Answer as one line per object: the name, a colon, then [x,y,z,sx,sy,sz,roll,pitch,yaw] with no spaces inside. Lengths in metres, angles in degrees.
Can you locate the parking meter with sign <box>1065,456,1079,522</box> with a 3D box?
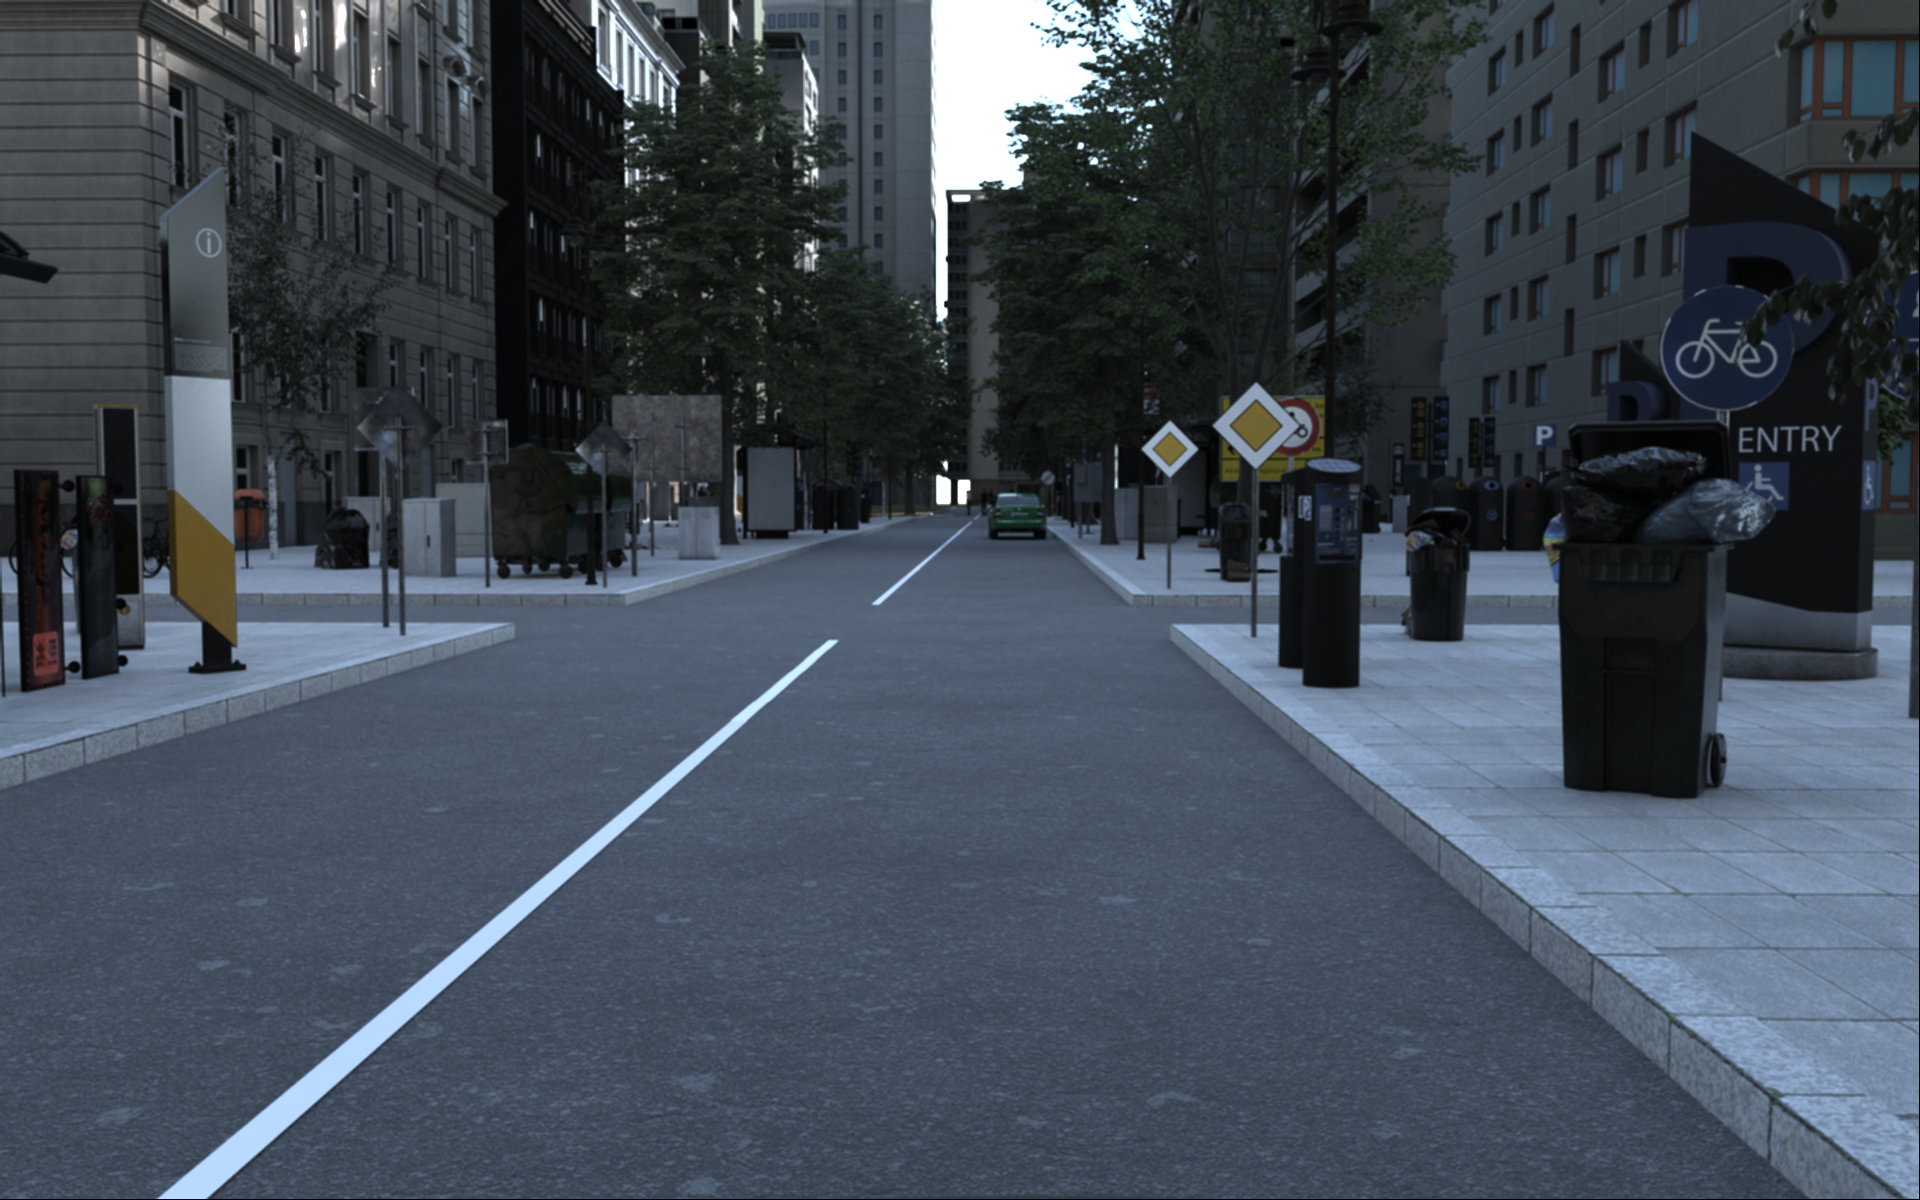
parking meter with sign: [5.277,-5.118,79.943,0.543,3.016,1.738,1,4,15]

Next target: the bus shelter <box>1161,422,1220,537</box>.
bus shelter: [6.961,-3.513,51.353,2.014,3.302,5.546,0,4,1]

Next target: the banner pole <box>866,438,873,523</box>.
banner pole: [-4.039,-5.349,77.467,0.401,3.779,0.863,1,4,20]

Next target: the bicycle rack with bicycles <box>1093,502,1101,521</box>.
bicycle rack with bicycles: [6.838,-4.230,82.544,2.852,0.926,2.925,0,4,-5]

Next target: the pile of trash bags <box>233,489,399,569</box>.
pile of trash bags: [-10.936,-1.255,30.268,3.447,1.369,1.912,-1,4,-11]

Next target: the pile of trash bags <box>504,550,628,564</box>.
pile of trash bags: [-7.222,-1.425,33.044,1.912,1.369,3.447,1,4,11]

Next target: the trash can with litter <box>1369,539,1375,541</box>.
trash can with litter: [10.225,-2.226,47.452,2.233,1.210,1.678,2,4,35]

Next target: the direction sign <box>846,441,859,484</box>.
direction sign: [-4.602,-5.040,74.406,0.379,3.537,0.876,2,4,32]

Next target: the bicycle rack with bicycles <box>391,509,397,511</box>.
bicycle rack with bicycles: [-13.181,-1.718,41.469,2.852,0.926,2.925,1,4,18]

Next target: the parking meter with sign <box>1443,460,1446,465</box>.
parking meter with sign: [20.631,-4.558,70.791,0.543,3.016,1.738,-3,5,-40]

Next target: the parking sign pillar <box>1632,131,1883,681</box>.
parking sign pillar: [5.865,-1.469,12.486,1.447,3.967,1.447,3,5,41]

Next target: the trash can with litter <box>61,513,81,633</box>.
trash can with litter: [-8.074,-0.290,16.130,0.624,1.170,1.055,-2,4,-33]

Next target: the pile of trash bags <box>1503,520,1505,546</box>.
pile of trash bags: [12.645,-2.025,42.856,1.912,1.369,3.447,2,4,30]

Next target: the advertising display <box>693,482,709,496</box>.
advertising display: [-13.908,-5.375,93.090,0.123,1.923,0.974,3,5,43]

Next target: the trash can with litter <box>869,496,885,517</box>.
trash can with litter: [-5.447,-5.229,96.550,2.233,1.210,1.678,2,4,31]

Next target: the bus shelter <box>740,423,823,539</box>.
bus shelter: [-5.382,-3.549,51.950,2.014,3.302,5.546,0,4,1]

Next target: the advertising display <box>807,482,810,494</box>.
advertising display: [-6.911,-4.462,78.160,0.123,1.923,0.974,-1,4,-13]

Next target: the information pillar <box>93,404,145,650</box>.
information pillar: [-6.937,-0.599,14.292,0.304,2.012,0.304,-2,4,-33]

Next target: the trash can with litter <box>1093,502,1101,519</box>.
trash can with litter: [7.338,-4.781,89.223,2.233,1.210,1.678,2,4,28]

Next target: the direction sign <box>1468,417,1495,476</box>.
direction sign: [15.409,-3.622,51.222,0.379,3.537,0.876,-3,4,-38]

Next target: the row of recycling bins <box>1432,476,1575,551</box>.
row of recycling bins: [12.313,-1.963,39.208,3.534,1.692,1.069,0,4,-4]

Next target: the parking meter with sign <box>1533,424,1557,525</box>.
parking meter with sign: [15.009,-2.937,44.279,0.543,3.016,1.738,2,4,25]

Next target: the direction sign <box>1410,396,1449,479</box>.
direction sign: [10.919,-2.956,40.329,0.876,3.537,0.379,2,4,32]

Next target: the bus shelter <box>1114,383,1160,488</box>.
bus shelter: [6.059,-5.037,59.992,2.179,5.291,8.768,0,4,1]

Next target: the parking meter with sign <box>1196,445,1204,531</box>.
parking meter with sign: [8.377,-3.979,61.317,0.543,3.016,1.738,0,4,3]

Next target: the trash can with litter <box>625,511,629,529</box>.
trash can with litter: [-12.310,-3.184,63.454,0.624,1.170,1.055,-2,4,-31]

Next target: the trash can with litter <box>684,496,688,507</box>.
trash can with litter: [-11.175,-3.499,68.261,1.678,1.210,2.233,2,4,28]

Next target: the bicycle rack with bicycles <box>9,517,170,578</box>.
bicycle rack with bicycles: [-12.780,-0.827,26.902,2.925,0.926,2.852,2,4,24]

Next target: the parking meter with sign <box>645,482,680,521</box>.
parking meter with sign: [-14.222,-5.279,82.566,1.738,3.016,0.543,-3,4,-37]

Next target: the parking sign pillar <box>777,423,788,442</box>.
parking sign pillar: [-6.648,-4.788,66.758,1.447,3.967,1.447,1,4,11]

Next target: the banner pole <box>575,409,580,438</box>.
banner pole: [-11.222,-3.728,50.964,0.401,3.779,0.863,-1,4,-14]

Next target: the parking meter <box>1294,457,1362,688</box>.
parking meter: [2.490,-0.194,11.582,0.372,1.533,0.369,0,3,0]

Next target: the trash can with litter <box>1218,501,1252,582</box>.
trash can with litter: [4.159,-0.872,25.648,0.624,1.170,1.055,0,4,2]

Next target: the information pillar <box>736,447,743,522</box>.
information pillar: [-9.886,-5.337,78.614,0.504,3.616,0.183,0,4,-6]

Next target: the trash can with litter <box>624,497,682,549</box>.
trash can with litter: [-7.628,-1.825,40.889,1.678,1.210,2.233,-1,4,-17]

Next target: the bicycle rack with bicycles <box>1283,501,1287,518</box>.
bicycle rack with bicycles: [16.538,-4.698,90.194,2.852,0.926,2.925,-2,4,-28]

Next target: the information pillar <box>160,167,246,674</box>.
information pillar: [-5.415,-1.284,12.352,0.183,3.616,0.504,2,4,31]

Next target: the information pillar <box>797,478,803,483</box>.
information pillar: [-7.165,-4.453,77.302,0.304,2.012,0.304,3,4,38]

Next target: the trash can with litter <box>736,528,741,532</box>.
trash can with litter: [-6.853,-2.899,58.453,2.233,1.210,1.678,-2,4,-28]

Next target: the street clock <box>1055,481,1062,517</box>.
street clock: [5.684,-5.778,99.041,0.471,2.002,0.358,0,4,-4]

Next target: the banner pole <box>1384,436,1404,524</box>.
banner pole: [18.788,-5.191,74.884,0.863,3.779,0.401,2,4,27]

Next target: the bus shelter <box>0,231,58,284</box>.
bus shelter: [-7.388,-0.950,9.463,2.014,3.302,5.546,0,4,1]

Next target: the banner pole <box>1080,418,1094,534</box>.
banner pole: [4.019,-4.006,55.521,0.401,3.779,0.863,2,4,29]

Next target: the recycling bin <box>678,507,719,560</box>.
recycling bin: [-5.149,-1.321,34.156,0.722,1.027,0.722,0,4,0]

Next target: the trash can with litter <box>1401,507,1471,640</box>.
trash can with litter: [4.162,-0.250,15.468,0.624,1.170,1.055,0,4,0]

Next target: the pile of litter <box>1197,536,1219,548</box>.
pile of litter: [6.237,-1.669,41.253,1.176,0.858,1.719,0,4,2]

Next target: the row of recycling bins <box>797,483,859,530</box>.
row of recycling bins: [-5.412,-3.389,62.517,3.534,1.692,1.069,0,4,2]

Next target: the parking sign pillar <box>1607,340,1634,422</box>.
parking sign pillar: [11.669,-2.520,29.672,1.447,3.967,1.447,-1,4,-20]
